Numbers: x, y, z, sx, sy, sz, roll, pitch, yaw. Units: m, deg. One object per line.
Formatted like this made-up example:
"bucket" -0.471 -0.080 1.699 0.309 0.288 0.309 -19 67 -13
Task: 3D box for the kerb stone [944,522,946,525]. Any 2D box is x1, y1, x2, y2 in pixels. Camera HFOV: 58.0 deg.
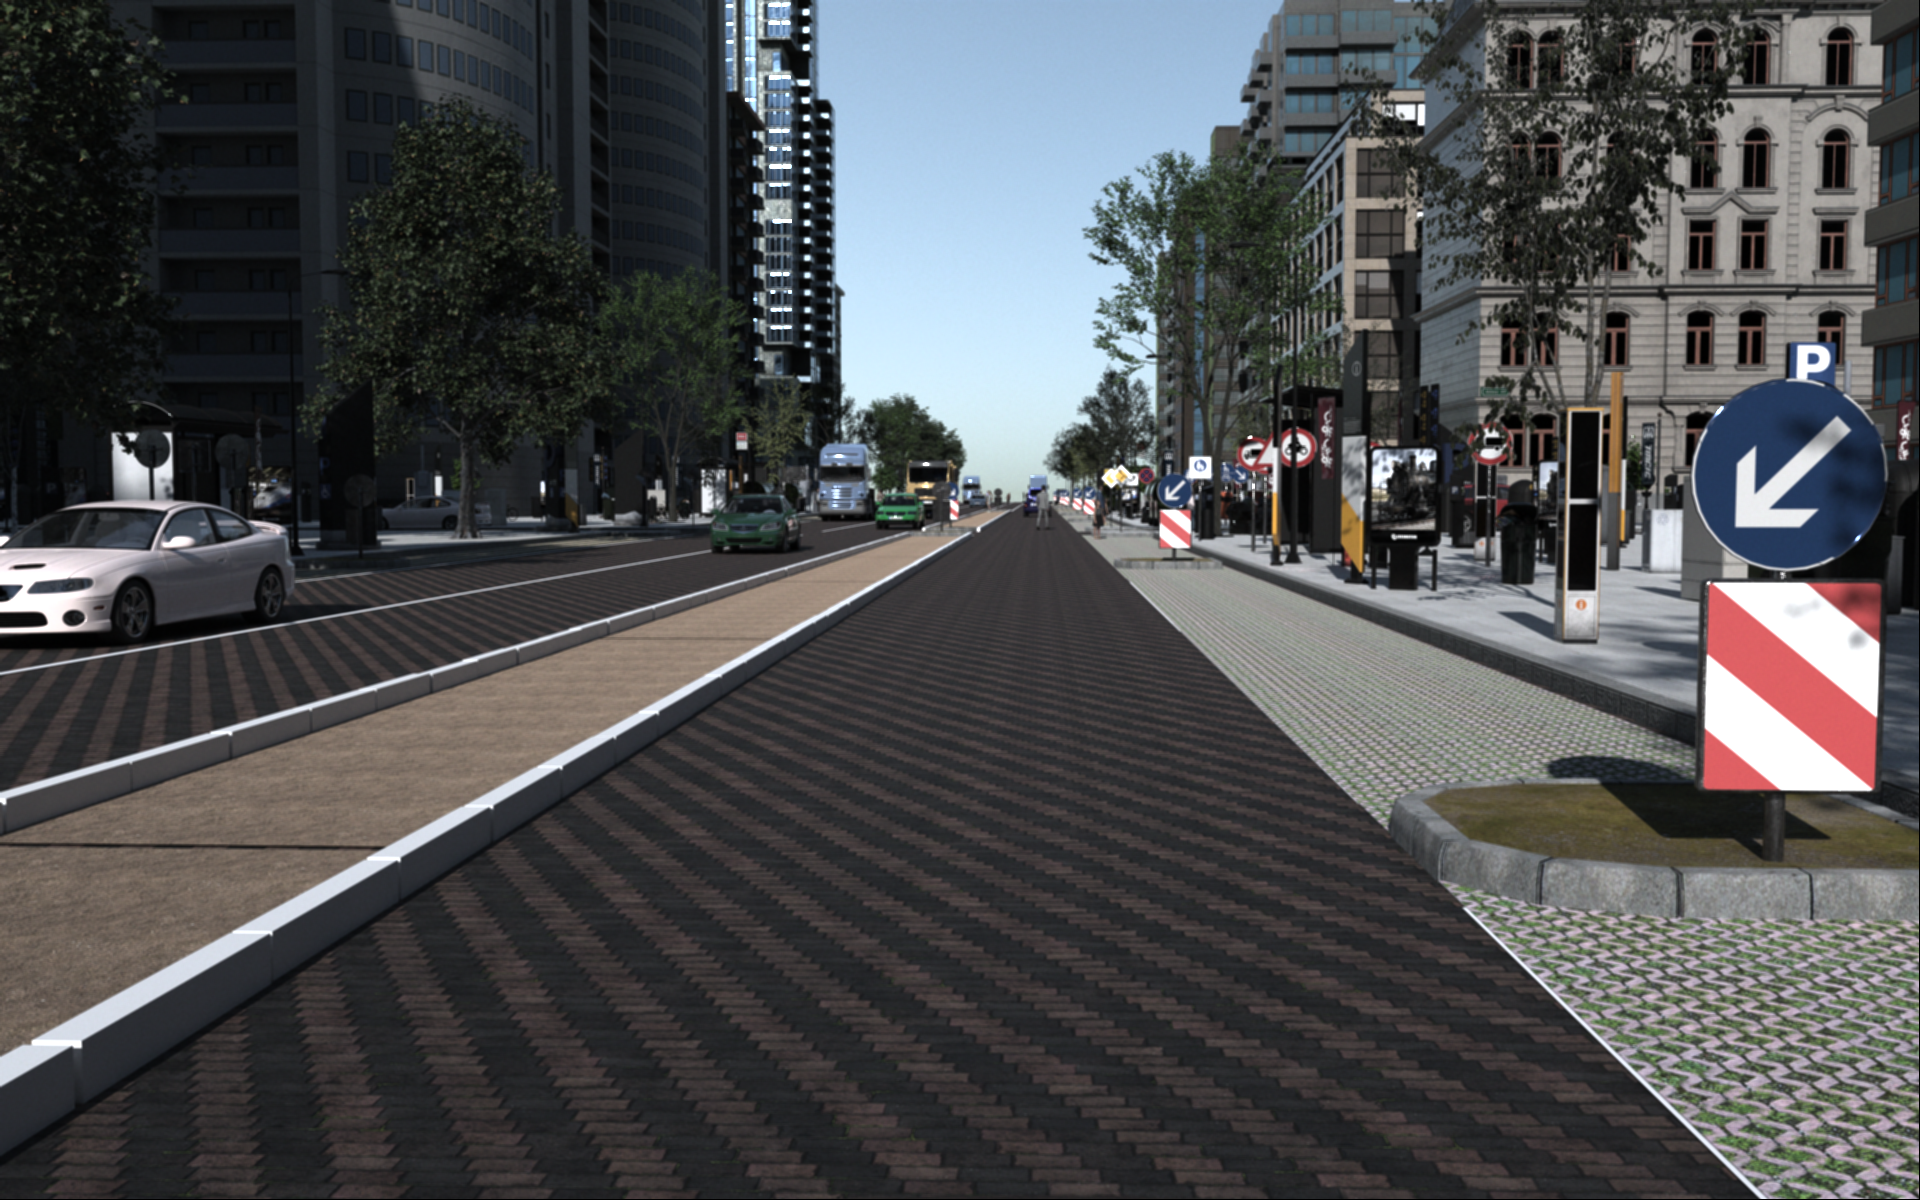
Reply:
"kerb stone" -0.846 -3.410 77.941 0.120 0.150 1.000 0 4 3

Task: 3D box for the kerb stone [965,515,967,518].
"kerb stone" 0.181 -4.787 100.460 0.120 0.150 1.000 0 4 3

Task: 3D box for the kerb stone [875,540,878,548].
"kerb stone" -2.324 -1.434 45.635 0.120 0.150 1.000 0 4 3

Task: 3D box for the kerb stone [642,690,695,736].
"kerb stone" -1.814 0.702 10.716 0.120 0.150 1.000 0 4 3

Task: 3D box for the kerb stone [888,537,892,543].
"kerb stone" -2.140 -1.681 49.748 0.120 0.150 1.000 0 4 3

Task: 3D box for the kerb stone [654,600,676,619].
"kerb stone" -3.488 0.131 20.059 0.120 0.150 1.000 0 4 3

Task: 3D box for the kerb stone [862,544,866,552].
"kerb stone" -2.471 -1.246 42.572 0.120 0.150 1.000 0 4 3

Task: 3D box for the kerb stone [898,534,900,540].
"kerb stone" -1.995 -1.863 52.819 0.120 0.150 1.000 0 4 3

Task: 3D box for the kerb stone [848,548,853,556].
"kerb stone" -2.610 -1.058 39.500 0.120 0.150 1.000 0 4 3

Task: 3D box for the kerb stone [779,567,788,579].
"kerb stone" -3.079 -0.430 29.271 0.120 0.150 1.000 0 4 3

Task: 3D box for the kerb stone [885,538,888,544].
"kerb stone" -2.188 -1.622 48.713 0.120 0.150 1.000 0 4 3

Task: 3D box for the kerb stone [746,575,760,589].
"kerb stone" -3.210 -0.244 26.198 0.120 0.150 1.000 0 4 3

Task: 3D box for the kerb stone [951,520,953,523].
"kerb stone" -0.566 -3.786 84.092 0.120 0.150 1.000 0 4 3

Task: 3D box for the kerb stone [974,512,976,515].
"kerb stone" 0.780 -5.601 113.787 0.120 0.150 1.000 0 4 3

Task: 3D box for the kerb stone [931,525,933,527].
"kerb stone" -1.263 -2.845 68.715 0.120 0.150 1.000 0 4 3

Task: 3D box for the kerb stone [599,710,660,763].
"kerb stone" -1.862 0.768 9.689 0.120 0.150 1.000 0 4 3

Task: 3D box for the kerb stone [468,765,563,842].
"kerb stone" -1.959 0.891 7.634 0.120 0.150 1.000 0 4 3

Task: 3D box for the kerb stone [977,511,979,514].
"kerb stone" 1.024 -5.915 118.903 0.120 0.150 1.000 0 4 3

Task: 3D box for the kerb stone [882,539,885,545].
"kerb stone" -2.234 -1.559 47.692 0.120 0.150 1.000 0 4 3

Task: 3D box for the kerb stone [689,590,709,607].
"kerb stone" -3.396 0.006 22.101 0.120 0.150 1.000 0 4 3

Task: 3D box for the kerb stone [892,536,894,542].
"kerb stone" -2.098 -1.748 50.769 0.120 0.150 1.000 0 4 3

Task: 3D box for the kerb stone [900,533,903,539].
"kerb stone" -1.947 -1.936 53.842 0.120 0.150 1.000 0 4 3

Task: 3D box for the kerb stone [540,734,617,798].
"kerb stone" -1.909 0.828 8.660 0.120 0.150 1.000 0 4 3

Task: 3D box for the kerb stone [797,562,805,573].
"kerb stone" -2.981 -0.558 31.325 0.120 0.150 1.000 0 4 3

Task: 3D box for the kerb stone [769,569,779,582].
"kerb stone" -3.121 -0.370 28.250 0.120 0.150 1.000 0 4 3

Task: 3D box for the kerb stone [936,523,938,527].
"kerb stone" -1.126 -3.033 71.786 0.120 0.150 1.000 0 4 3

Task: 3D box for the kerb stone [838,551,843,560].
"kerb stone" -2.701 -0.933 37.458 0.120 0.150 1.000 0 4 3

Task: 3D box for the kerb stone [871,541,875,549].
"kerb stone" -2.366 -1.368 44.614 0.120 0.150 1.000 0 4 3

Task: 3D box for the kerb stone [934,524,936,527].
"kerb stone" -1.172 -2.968 70.765 0.120 0.150 1.000 0 4 3

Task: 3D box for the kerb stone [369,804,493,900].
"kerb stone" -2.010 0.953 6.613 0.120 0.150 1.000 0 4 3

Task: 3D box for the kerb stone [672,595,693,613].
"kerb stone" -3.443 0.068 21.080 0.120 0.150 1.000 0 4 3

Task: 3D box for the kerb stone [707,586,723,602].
"kerb stone" -3.346 -0.057 23.122 0.120 0.150 1.000 0 4 3

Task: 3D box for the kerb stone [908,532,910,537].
"kerb stone" -1.813 -2.123 56.907 0.120 0.150 1.000 0 4 3

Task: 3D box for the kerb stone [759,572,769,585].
"kerb stone" -3.173 -0.305 27.220 0.120 0.150 1.000 0 4 3

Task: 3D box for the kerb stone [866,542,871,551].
"kerb stone" -2.419 -1.309 43.593 0.120 0.150 1.000 0 4 3

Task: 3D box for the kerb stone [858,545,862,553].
"kerb stone" -2.521 -1.184 41.549 0.120 0.150 1.000 0 4 3

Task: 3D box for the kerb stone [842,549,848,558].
"kerb stone" -2.650 -0.996 38.479 0.120 0.150 1.000 0 4 3

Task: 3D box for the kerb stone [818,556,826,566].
"kerb stone" -2.838 -0.746 34.390 0.120 0.150 1.000 0 4 3

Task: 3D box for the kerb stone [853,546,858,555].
"kerb stone" -2.560 -1.118 40.527 0.120 0.150 1.000 0 4 3

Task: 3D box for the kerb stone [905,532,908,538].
"kerb stone" -1.859 -2.057 55.885 0.120 0.150 1.000 0 4 3

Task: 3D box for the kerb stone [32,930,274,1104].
"kerb stone" -2.097 1.078 4.567 0.120 0.150 1.000 0 4 3

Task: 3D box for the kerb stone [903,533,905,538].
"kerb stone" -1.908 -1.997 54.864 0.120 0.150 1.000 0 4 3

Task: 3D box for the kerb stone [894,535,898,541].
"kerb stone" -2.043 -1.810 51.790 0.120 0.150 1.000 0 4 3

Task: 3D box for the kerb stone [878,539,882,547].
"kerb stone" -2.281 -1.497 46.667 0.120 0.150 1.000 0 4 3

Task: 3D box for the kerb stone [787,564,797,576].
"kerb stone" -3.020 -0.496 30.304 0.120 0.150 1.000 0 4 3

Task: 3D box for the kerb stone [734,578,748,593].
"kerb stone" -3.262 -0.182 25.170 0.120 0.150 1.000 0 4 3

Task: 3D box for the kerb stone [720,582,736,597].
"kerb stone" -3.307 -0.119 24.146 0.120 0.150 1.000 0 4 3

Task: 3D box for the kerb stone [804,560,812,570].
"kerb stone" -2.931 -0.620 32.348 0.120 0.150 1.000 0 4 3

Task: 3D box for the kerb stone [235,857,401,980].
"kerb stone" -2.057 1.018 5.592 0.120 0.150 1.000 0 4 3

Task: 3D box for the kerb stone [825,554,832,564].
"kerb stone" -2.795 -0.807 35.412 0.120 0.150 1.000 0 4 3

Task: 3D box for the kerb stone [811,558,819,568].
"kerb stone" -2.889 -0.683 33.369 0.120 0.150 1.000 0 4 3

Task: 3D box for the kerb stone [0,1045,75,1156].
"kerb stone" -2.146 1.141 3.537 0.120 0.150 1.000 0 4 3

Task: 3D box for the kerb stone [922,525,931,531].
"kerb stone" -1.323 -2.776 67.693 0.120 0.150 1.000 0 4 3

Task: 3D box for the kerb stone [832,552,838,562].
"kerb stone" -2.744 -0.871 36.436 0.120 0.150 1.000 0 4 3
